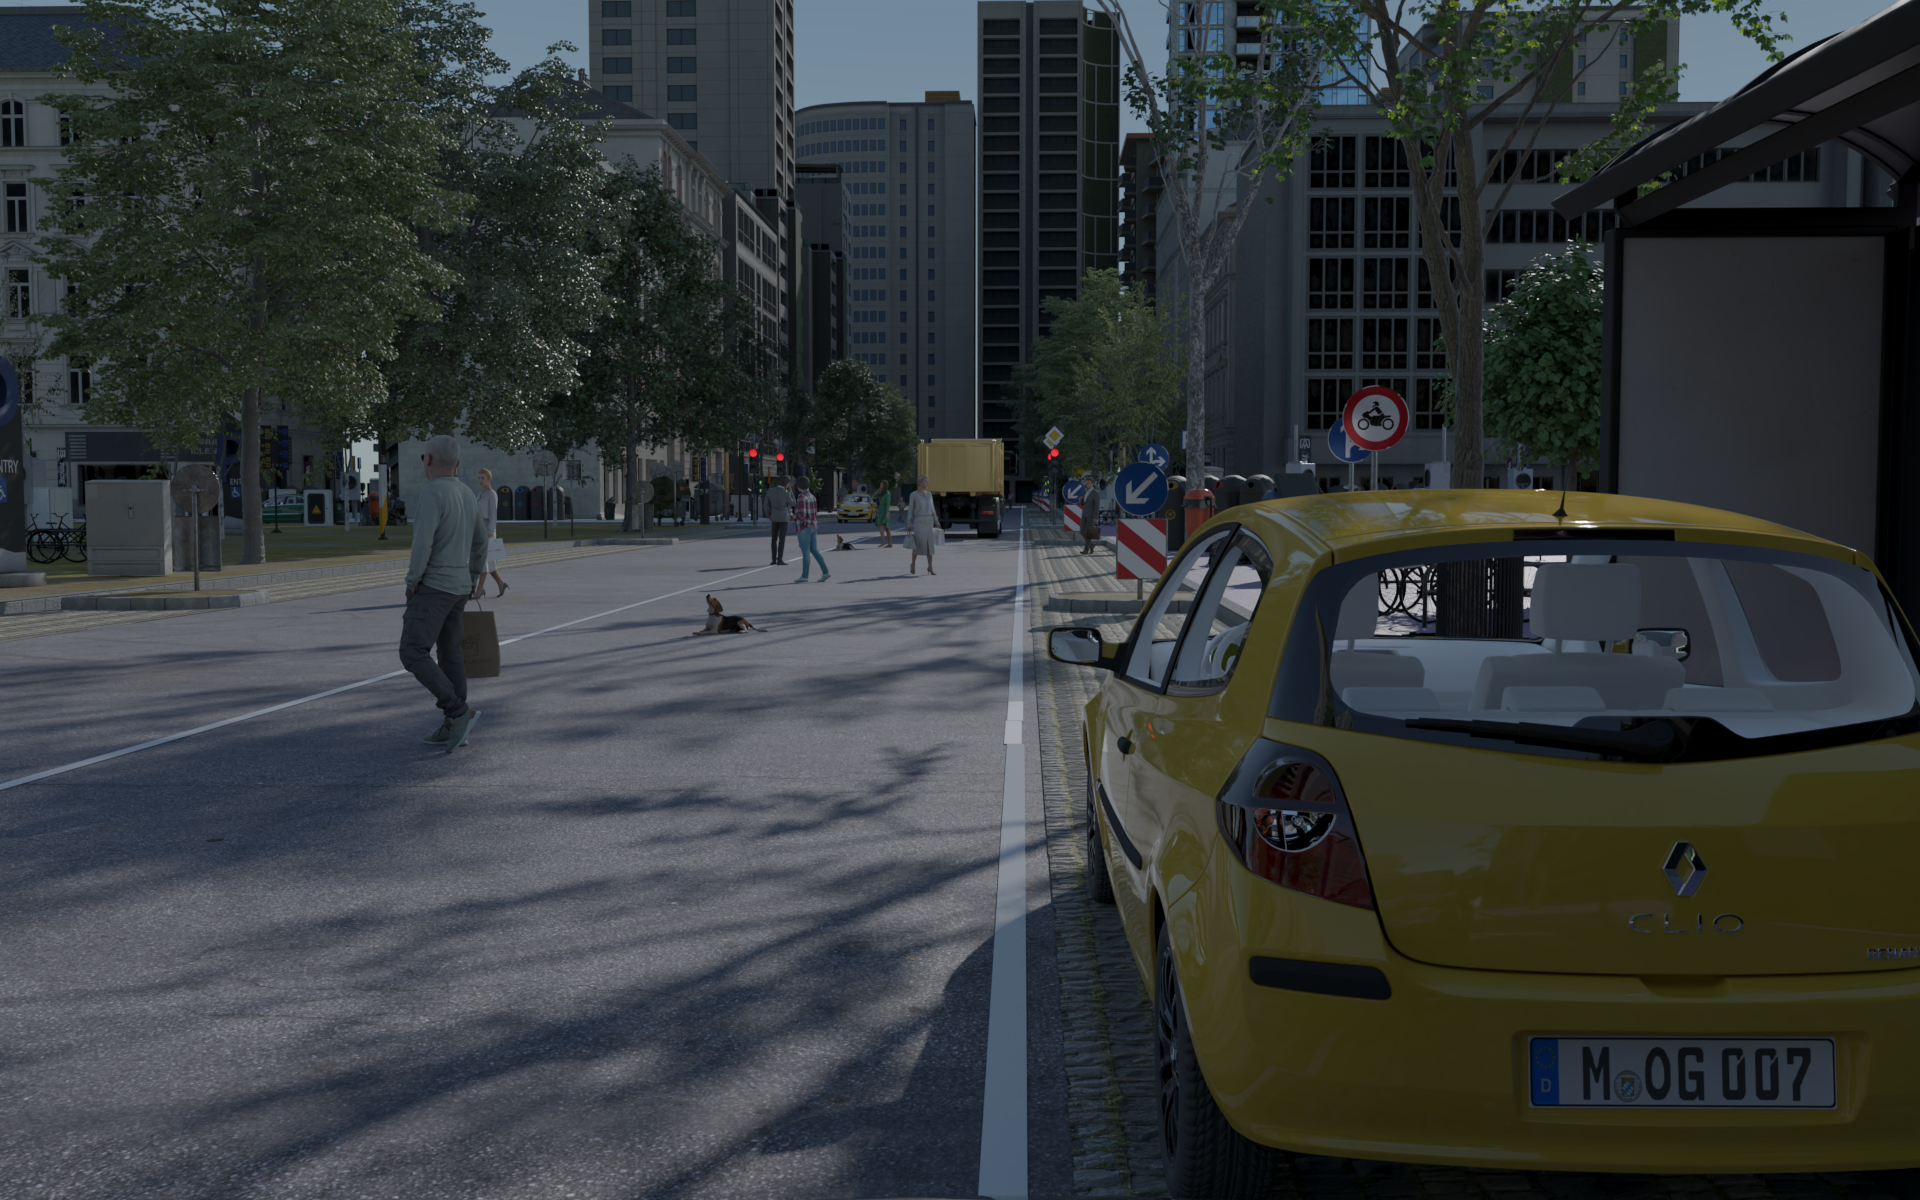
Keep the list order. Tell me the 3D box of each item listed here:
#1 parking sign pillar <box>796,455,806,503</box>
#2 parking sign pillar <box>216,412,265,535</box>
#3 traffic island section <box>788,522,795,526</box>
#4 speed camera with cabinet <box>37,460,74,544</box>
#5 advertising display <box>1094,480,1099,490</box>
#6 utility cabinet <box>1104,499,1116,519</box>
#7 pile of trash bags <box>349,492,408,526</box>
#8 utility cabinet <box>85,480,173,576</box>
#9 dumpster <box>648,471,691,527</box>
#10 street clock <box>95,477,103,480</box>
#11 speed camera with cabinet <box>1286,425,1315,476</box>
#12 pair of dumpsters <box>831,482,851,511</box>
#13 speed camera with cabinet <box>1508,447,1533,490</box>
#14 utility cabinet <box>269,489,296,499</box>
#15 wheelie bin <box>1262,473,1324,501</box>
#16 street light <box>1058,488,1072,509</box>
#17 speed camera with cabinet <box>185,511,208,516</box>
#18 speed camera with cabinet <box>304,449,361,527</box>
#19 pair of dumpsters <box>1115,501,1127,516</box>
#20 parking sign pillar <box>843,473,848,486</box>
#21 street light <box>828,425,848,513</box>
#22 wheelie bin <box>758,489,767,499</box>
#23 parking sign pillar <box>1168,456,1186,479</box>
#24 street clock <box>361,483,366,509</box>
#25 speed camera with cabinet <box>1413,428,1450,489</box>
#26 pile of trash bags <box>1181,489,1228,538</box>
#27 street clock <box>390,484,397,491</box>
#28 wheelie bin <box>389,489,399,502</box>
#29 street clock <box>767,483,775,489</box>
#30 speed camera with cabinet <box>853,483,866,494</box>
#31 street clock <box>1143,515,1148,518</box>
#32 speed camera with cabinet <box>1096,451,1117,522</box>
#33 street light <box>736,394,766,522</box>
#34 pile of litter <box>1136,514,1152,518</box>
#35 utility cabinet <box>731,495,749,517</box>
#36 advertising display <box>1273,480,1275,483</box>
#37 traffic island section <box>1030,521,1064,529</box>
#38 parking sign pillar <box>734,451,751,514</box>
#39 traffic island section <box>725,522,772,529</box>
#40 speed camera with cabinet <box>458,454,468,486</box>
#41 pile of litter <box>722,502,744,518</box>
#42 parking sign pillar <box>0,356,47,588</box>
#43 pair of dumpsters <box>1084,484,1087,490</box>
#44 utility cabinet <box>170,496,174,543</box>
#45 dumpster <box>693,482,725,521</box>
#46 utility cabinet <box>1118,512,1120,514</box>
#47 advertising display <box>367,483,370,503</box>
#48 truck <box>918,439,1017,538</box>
[{"bbox_3d":[-10.657,-7.896,117.564,1.447,3.967,1.447,1,4,20],"label":"parking sign pillar"},{"bbox_3d":[-22.660,-4.034,54.427,1.447,3.967,1.447,1,4,12],"label":"parking sign pillar"},{"bbox_3d":[-8.272,-3.534,80.058,2.009,0.180,2.903,0,4,2],"label":"traffic island section"},{"bbox_3d":[-22.984,-3.000,43.380,2.038,3.252,0.660,3,4,38],"label":"speed camera with cabinet"},{"bbox_3d":[6.412,-4.692,81.936,0.123,1.923,0.974,-2,4,-30],"label":"advertising display"},{"bbox_3d":[7.242,-4.761,86.520,1.173,1.500,0.318,-3,5,-40],"label":"utility cabinet"},{"bbox_3d":[-23.503,-3.702,70.286,1.912,1.369,3.447,-1,4,-9],"label":"pile of trash bags"},{"bbox_3d":[-12.934,-1.117,26.948,1.173,1.500,0.318,0,4,-3],"label":"utility cabinet"},{"bbox_3d":[-11.567,-4.038,68.515,1.502,2.255,1.985,0,4,2],"label":"dumpster"},{"bbox_3d":[-36.322,-4.192,73.107,0.358,2.002,0.471,-3,4,-37],"label":"street clock"},{"bbox_3d":[9.205,-3.340,48.943,2.038,3.252,0.660,-3,5,-42],"label":"speed camera with cabinet"},{"bbox_3d":[-9.308,-7.977,132.921,1.574,2.255,4.437,0,4,2],"label":"pair of dumpsters"},{"bbox_3d":[18.615,-3.992,59.612,2.038,3.252,0.660,0,4,-4],"label":"speed camera with cabinet"},{"bbox_3d":[-31.605,-4.414,80.846,1.173,1.500,0.318,0,4,7],"label":"utility cabinet"},{"bbox_3d":[4.987,-1.110,26.060,0.980,1.594,0.693,-1,4,-13],"label":"wheelie bin"},{"bbox_3d":[6.954,-8.791,116.276,1.470,5.913,1.316,0,4,2],"label":"street light"},{"bbox_3d":[-36.970,-5.552,85.118,2.038,3.252,0.660,-1,4,-15],"label":"speed camera with cabinet"},{"bbox_3d":[-24.435,-4.469,67.409,2.038,3.252,0.660,-1,4,-11],"label":"speed camera with cabinet"},{"bbox_3d":[8.755,-5.704,95.751,1.574,2.255,4.437,0,4,2],"label":"pair of dumpsters"},{"bbox_3d":[-9.709,-9.846,149.460,1.447,3.967,1.447,1,4,11],"label":"parking sign pillar"},{"bbox_3d":[-8.278,-8.850,117.233,1.470,5.913,1.316,0,4,2],"label":"street light"},{"bbox_3d":[-12.752,-6.441,113.221,0.693,1.594,0.980,2,4,27],"label":"wheelie bin"},{"bbox_3d":[13.424,-7.199,106.174,1.447,3.967,1.447,-2,4,-26],"label":"parking sign pillar"},{"bbox_3d":[-37.697,-6.406,109.306,0.358,2.002,0.471,0,4,2],"label":"street clock"},{"bbox_3d":[13.540,-3.396,49.868,0.660,3.252,2.038,0,4,0],"label":"speed camera with cabinet"},{"bbox_3d":[5.281,-1.322,31.360,3.447,1.369,1.912,-3,5,-41],"label":"pile of trash bags"},{"bbox_3d":[-40.043,-7.211,122.466,0.471,2.002,0.358,-2,4,-25],"label":"street clock"},{"bbox_3d":[-34.645,-6.034,106.562,0.693,1.594,0.980,3,5,41],"label":"wheelie bin"},{"bbox_3d":[-11.950,-6.409,109.363,0.471,2.002,0.358,-1,4,-15],"label":"street clock"},{"bbox_3d":[-9.356,-9.823,154.946,2.038,3.252,0.660,-3,4,-38],"label":"speed camera with cabinet"},{"bbox_3d":[4.945,-2.563,46.475,0.358,2.002,0.471,0,4,6],"label":"street clock"},{"bbox_3d":[6.402,-5.201,79.376,0.660,3.252,2.038,-2,4,-27],"label":"speed camera with cabinet"},{"bbox_3d":[-9.632,-6.564,79.864,1.470,5.913,1.316,0,4,2],"label":"street light"},{"bbox_3d":[9.341,-4.737,91.408,1.719,0.858,1.176,0,4,4],"label":"pile of litter"},{"bbox_3d":[-12.166,-5.171,95.714,1.020,1.237,0.306,2,4,30],"label":"utility cabinet"},{"bbox_3d":[14.824,-4.656,81.343,0.974,1.923,0.123,0,4,1],"label":"advertising display"},{"bbox_3d":[4.211,-3.506,79.602,2.009,0.180,2.903,0,4,2],"label":"traffic island section"},{"bbox_3d":[-13.913,-7.439,110.106,1.447,3.967,1.447,-2,4,-30],"label":"parking sign pillar"},{"bbox_3d":[-8.561,-3.046,72.079,2.009,0.180,2.903,0,4,2],"label":"traffic island section"},{"bbox_3d":[-24.989,-5.637,86.507,0.660,3.252,2.038,-1,4,-21],"label":"speed camera with cabinet"},{"bbox_3d":[-12.250,-4.904,94.149,1.176,0.858,1.719,3,4,37],"label":"pile of litter"},{"bbox_3d":[-13.513,-2.171,23.961,1.447,3.967,1.447,0,4,-1],"label":"parking sign pillar"},{"bbox_3d":[7.661,-6.021,100.942,1.574,2.255,4.437,0,4,2],"label":"pair of dumpsters"},{"bbox_3d":[-20.823,-2.092,45.364,0.306,1.237,1.020,-2,4,-33],"label":"utility cabinet"},{"bbox_3d":[-11.960,-4.686,82.373,1.264,1.857,1.865,0,4,2],"label":"dumpster"},{"bbox_3d":[11.363,-6.705,120.786,1.020,1.237,0.306,0,4,1],"label":"utility cabinet"},{"bbox_3d":[-33.761,-5.763,99.435,0.123,1.923,0.974,0,4,6],"label":"advertising display"},{"bbox_3d":[0.164,-3.891,59.537,3.469,3.379,9.791,0,4,3],"label":"truck"}]
